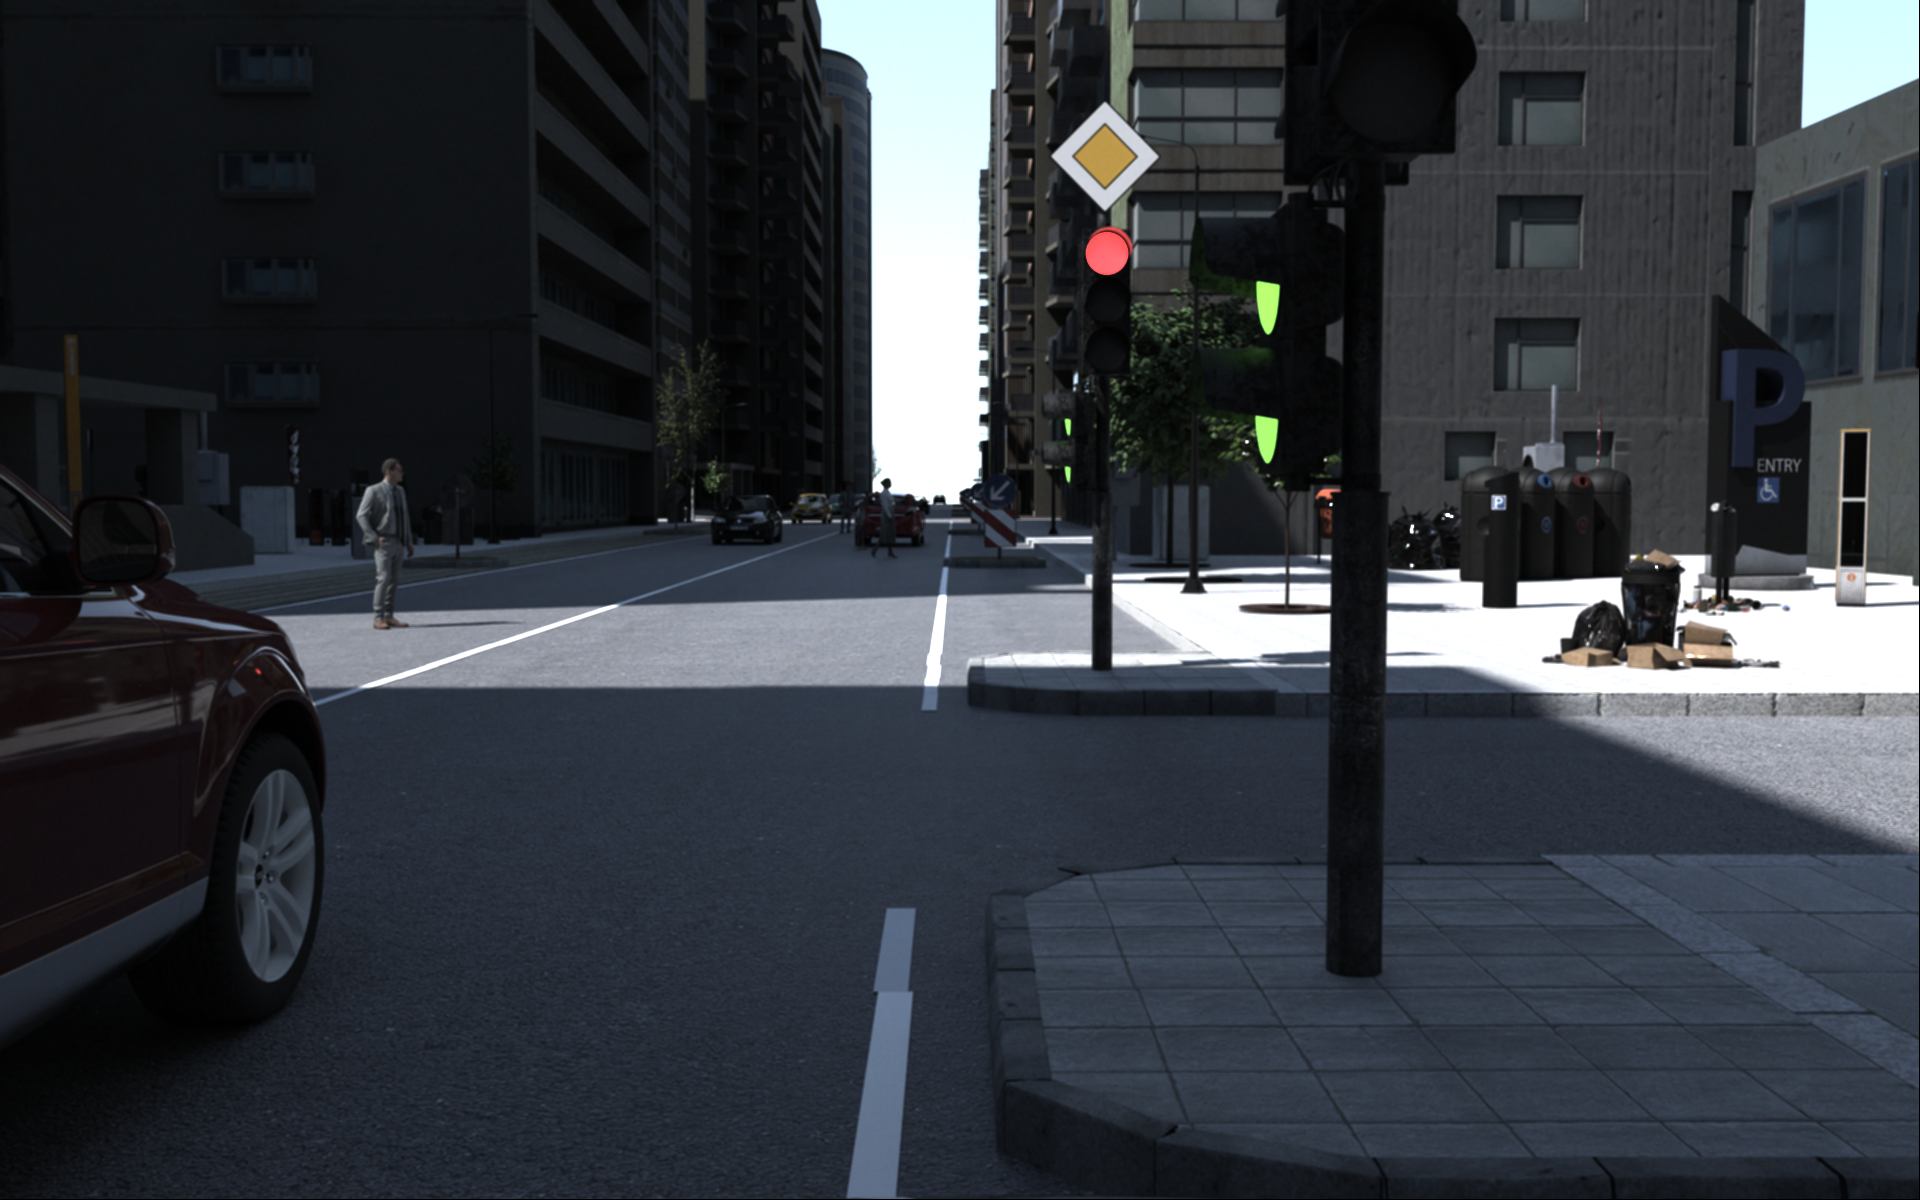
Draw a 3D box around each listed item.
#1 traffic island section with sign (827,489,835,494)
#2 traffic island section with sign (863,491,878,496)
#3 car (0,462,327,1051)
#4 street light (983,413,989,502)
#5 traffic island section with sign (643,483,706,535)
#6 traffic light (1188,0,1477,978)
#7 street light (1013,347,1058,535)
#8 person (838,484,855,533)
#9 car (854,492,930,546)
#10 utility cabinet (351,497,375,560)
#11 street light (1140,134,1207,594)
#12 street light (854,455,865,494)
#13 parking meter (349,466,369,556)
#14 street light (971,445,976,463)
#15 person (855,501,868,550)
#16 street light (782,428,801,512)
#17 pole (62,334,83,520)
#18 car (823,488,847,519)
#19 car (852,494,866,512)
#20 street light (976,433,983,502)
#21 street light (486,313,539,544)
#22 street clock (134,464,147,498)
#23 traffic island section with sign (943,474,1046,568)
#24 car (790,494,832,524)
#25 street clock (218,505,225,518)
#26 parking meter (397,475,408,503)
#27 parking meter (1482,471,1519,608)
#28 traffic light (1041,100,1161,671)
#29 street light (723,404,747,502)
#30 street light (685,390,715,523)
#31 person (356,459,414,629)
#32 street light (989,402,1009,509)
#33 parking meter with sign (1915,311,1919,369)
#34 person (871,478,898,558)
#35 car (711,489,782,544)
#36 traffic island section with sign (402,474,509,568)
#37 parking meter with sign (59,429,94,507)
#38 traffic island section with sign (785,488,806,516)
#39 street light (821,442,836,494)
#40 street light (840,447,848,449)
[{"bbox_3d":[-10.324,-8.013,139.638,1.989,1.847,2.006,0,4,0],"label":"traffic island section with sign"},{"bbox_3d":[-10.495,-11.396,194.958,1.989,1.847,2.006,0,4,0],"label":"traffic island section with sign"},{"bbox_3d":[-2.833,0.343,3.073,2.281,1.827,5.304,0,4,-1],"label":"car"},{"bbox_3d":[2.213,-7.747,99.201,1.470,5.913,1.316,0,4,0],"label":"street light"},{"bbox_3d":[-10.085,-3.228,61.411,1.989,1.847,2.006,0,4,0],"label":"traffic island section with sign"},{"bbox_3d":[1.043,-0.956,4.552,0.839,4.253,0.868,0,4,0],"label":"traffic light"},{"bbox_3d":[2.425,-5.031,54.801,1.470,5.913,1.316,0,4,0],"label":"street light"},{"bbox_3d":[-4.189,-3.395,64.114,0.635,1.810,0.391,-1,4,-16],"label":"person"},{"bbox_3d":[-1.946,-2.434,48.829,2.155,1.783,4.494,0,4,1],"label":"car"},{"bbox_3d":[-11.618,-1.419,34.368,0.306,1.237,1.020,1,4,17],"label":"utility cabinet"},{"bbox_3d":[2.490,-3.043,22.286,1.470,5.913,1.316,0,4,0],"label":"street light"},{"bbox_3d":[-11.979,-14.227,205.144,1.470,5.913,1.316,0,4,0],"label":"street light"},{"bbox_3d":[-12.396,-1.839,35.784,0.399,1.863,0.255,3,5,44],"label":"parking meter"},{"bbox_3d":[1.999,-11.725,164.244,1.470,5.913,1.316,0,4,0],"label":"street light"},{"bbox_3d":[-2.544,-1.932,44.765,0.332,1.250,0.352,-2,4,-24],"label":"person"},{"bbox_3d":[-11.766,-9.087,121.112,1.470,5.913,1.316,0,4,0],"label":"street light"},{"bbox_3d":[-11.388,-1.738,22.259,0.158,3.312,0.155,0,3,0],"label":"pole"},{"bbox_3d":[-7.514,-5.714,102.213,1.959,1.807,4.718,0,4,-2],"label":"car"},{"bbox_3d":[-7.294,-6.747,122.117,2.131,1.459,4.920,0,4,-2],"label":"car"},{"bbox_3d":[2.179,-9.761,132.137,1.470,5.913,1.316,0,4,0],"label":"street light"},{"bbox_3d":[-11.483,-4.400,44.482,1.470,5.913,1.316,0,4,0],"label":"street light"},{"bbox_3d":[-19.777,-2.293,42.060,0.358,2.002,0.471,1,4,10],"label":"street clock"},{"bbox_3d":[0.667,-1.577,34.408,1.989,1.847,2.006,0,4,0],"label":"traffic island section with sign"},{"bbox_3d":[-7.254,-4.560,84.784,2.015,1.641,3.980,0,4,1],"label":"car"},{"bbox_3d":[-16.319,-2.058,38.214,0.471,2.002,0.358,3,5,45],"label":"street clock"},{"bbox_3d":[-14.934,-2.475,46.177,0.399,1.863,0.255,-1,4,-18],"label":"parking meter"},{"bbox_3d":[6.109,-0.682,19.564,0.372,1.533,0.369,0,3,0],"label":"parking meter"},{"bbox_3d":[1.018,-1.444,12.537,0.839,4.253,0.868,0,4,0],"label":"traffic light"},{"bbox_3d":[-11.601,-7.119,88.931,1.470,5.913,1.316,0,4,0],"label":"street light"},{"bbox_3d":[-11.585,-6.399,77.161,1.470,5.913,1.316,0,4,0],"label":"street light"},{"bbox_3d":[-6.149,-0.612,18.610,0.391,1.810,0.635,1,4,16],"label":"person"},{"bbox_3d":[2.359,-7.043,87.688,1.470,5.913,1.316,0,4,0],"label":"street light"},{"bbox_3d":[9.800,-1.206,15.974,0.543,3.016,1.738,-2,4,-35],"label":"parking meter with sign"},{"bbox_3d":[-1.707,-1.851,38.991,0.641,1.798,0.478,1,4,22],"label":"person"},{"bbox_3d":[-6.195,-2.491,50.518,2.009,1.686,4.222,0,4,0],"label":"car"},{"bbox_3d":[-9.995,-1.556,34.074,1.989,1.847,2.006,0,4,0],"label":"traffic island section with sign"},{"bbox_3d":[-23.907,-3.033,45.856,1.738,3.016,0.543,-2,4,-30],"label":"parking meter with sign"},{"bbox_3d":[-10.238,-6.335,112.208,1.989,1.847,2.006,0,4,0],"label":"traffic island section with sign"},{"bbox_3d":[-11.705,-11.054,153.274,1.470,5.913,1.316,0,4,0],"label":"street light"},{"bbox_3d":[-11.890,-12.228,172.469,1.470,5.913,1.316,0,4,0],"label":"street light"}]
